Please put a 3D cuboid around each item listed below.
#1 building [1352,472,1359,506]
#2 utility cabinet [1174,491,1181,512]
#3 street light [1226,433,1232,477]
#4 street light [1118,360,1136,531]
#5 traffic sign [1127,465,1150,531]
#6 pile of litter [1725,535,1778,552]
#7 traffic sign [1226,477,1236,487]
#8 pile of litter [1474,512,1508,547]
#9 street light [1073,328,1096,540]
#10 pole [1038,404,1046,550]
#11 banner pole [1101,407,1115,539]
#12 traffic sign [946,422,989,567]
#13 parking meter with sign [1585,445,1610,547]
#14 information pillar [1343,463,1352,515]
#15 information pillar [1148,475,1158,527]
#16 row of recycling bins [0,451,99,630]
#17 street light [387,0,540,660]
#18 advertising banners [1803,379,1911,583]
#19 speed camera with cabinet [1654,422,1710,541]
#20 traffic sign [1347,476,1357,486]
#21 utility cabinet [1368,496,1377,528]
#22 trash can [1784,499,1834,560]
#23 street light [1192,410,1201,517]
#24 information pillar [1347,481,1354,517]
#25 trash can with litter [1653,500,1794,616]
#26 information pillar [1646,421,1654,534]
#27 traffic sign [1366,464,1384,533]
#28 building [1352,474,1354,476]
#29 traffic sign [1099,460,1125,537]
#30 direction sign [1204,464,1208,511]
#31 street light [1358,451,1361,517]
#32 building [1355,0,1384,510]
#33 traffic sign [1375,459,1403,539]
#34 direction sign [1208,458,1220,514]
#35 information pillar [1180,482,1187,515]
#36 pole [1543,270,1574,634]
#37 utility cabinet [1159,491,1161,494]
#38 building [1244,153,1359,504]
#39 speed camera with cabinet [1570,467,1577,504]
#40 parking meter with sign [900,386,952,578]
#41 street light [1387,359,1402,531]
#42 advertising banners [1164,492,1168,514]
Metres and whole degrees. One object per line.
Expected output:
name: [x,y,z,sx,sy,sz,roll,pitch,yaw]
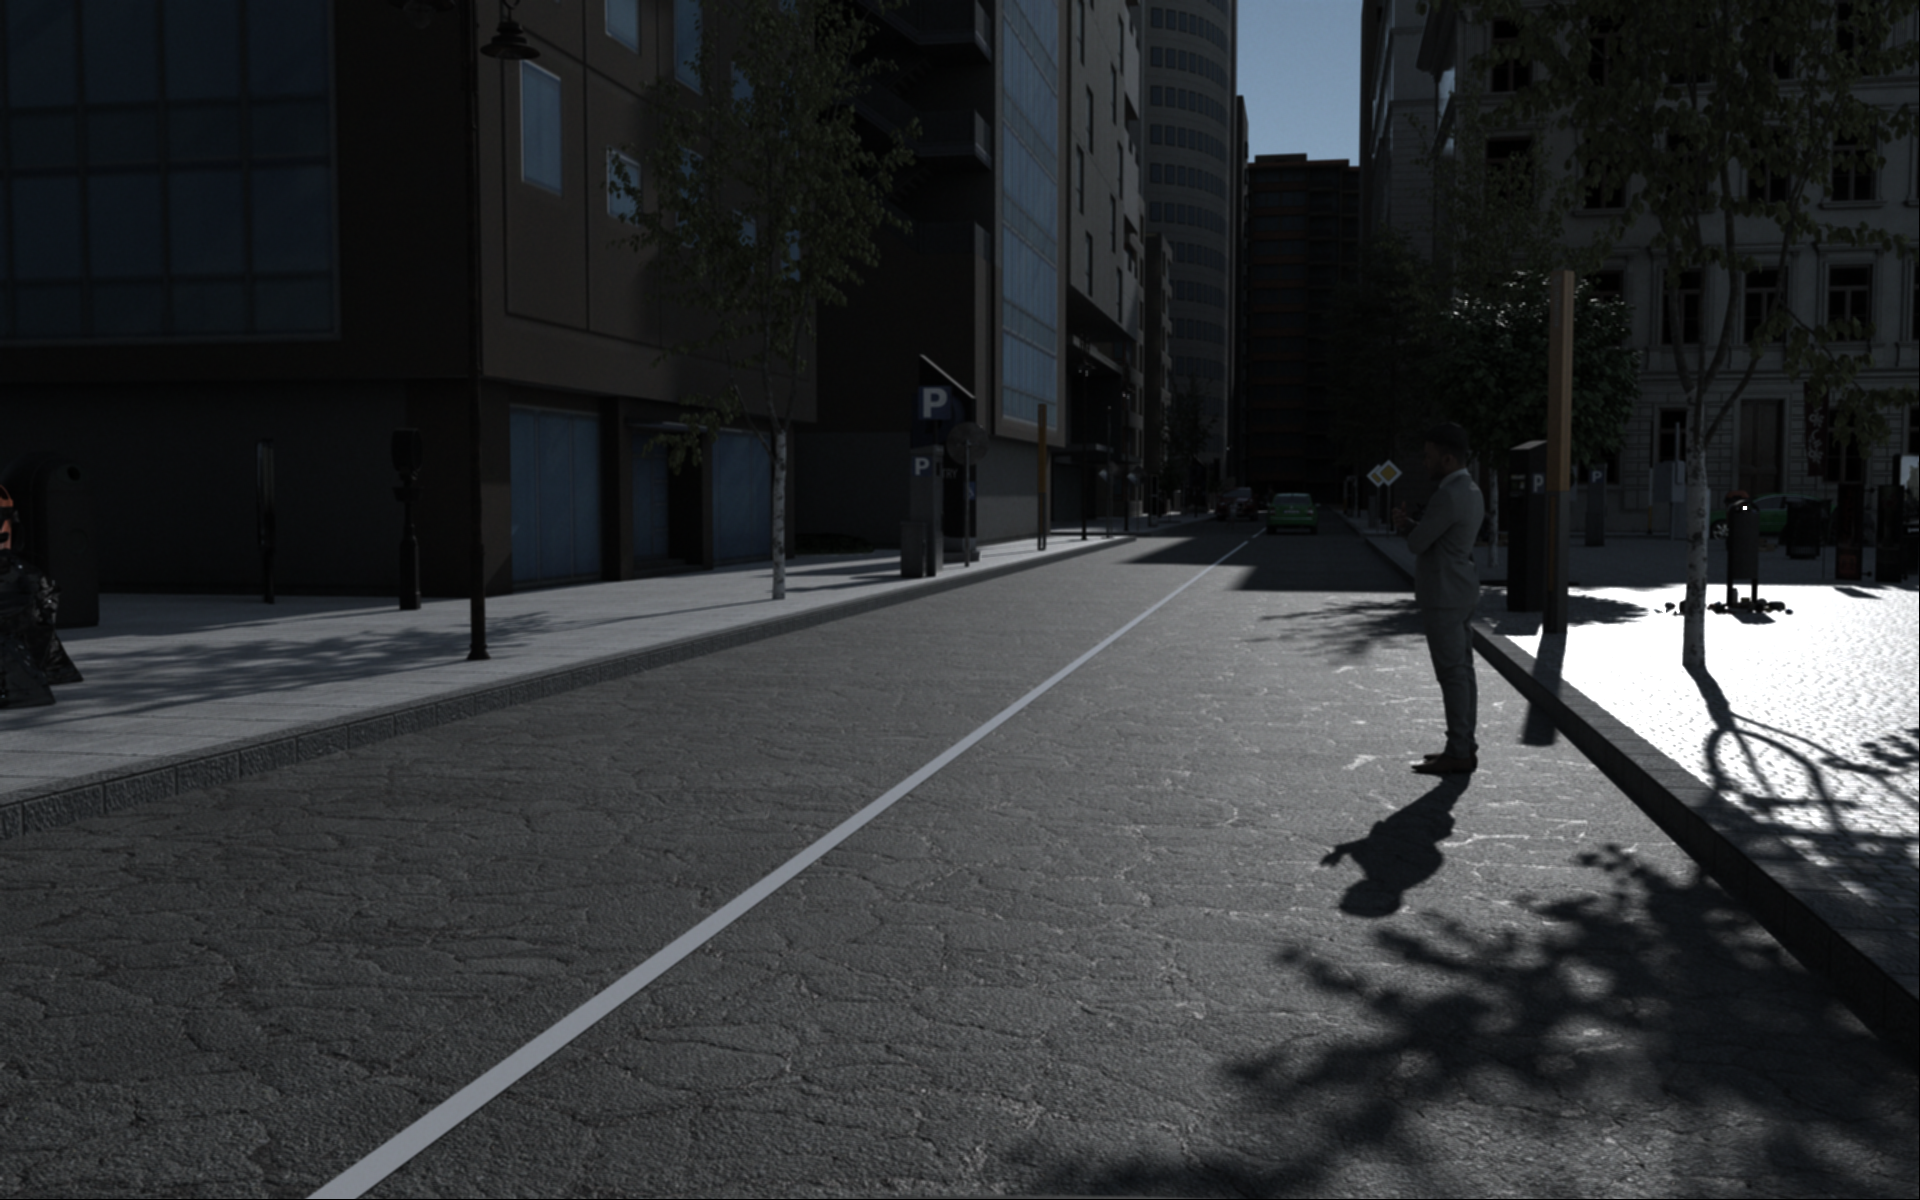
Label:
building: [53.646,-46.026,190.771,20.563,71.187,20.611,1,4,11]
utility cabinet: [15.660,-6.989,122.951,0.318,1.500,1.173,3,5,43]
street light: [20.166,-9.608,129.881,0.468,5.910,1.993,1,4,11]
street light: [5.769,-5.328,59.900,0.468,5.910,1.993,1,4,11]
traffic sign: [6.107,-3.408,59.359,0.795,2.450,0.064,1,4,11]
pile of litter: [17.941,-1.546,39.235,1.719,0.858,1.176,-3,5,-44]
traffic sign: [20.005,-7.820,127.969,0.768,2.556,0.104,1,4,14]
pile of litter: [13.195,-1.767,42.856,1.719,0.858,1.176,-1,4,-15]
street light: [3.471,-4.617,48.277,0.468,5.910,1.993,1,4,11]
pole: [1.867,-2.784,39.366,0.158,3.312,0.155,0,3,0]
banner pole: [4.315,-3.680,50.191,0.401,3.779,0.863,1,4,10]
traffic sign: [0.123,-1.859,30.501,0.768,2.556,0.104,1,4,12]
parking meter with sign: [15.743,-2.850,42.864,0.543,3.016,1.738,1,4,22]
information pillar: [24.265,-7.165,108.505,0.504,3.616,0.183,1,4,9]
information pillar: [7.517,-3.849,67.416,0.304,2.012,0.304,-1,4,-14]
row of recycling bins: [-9.774,-0.527,15.726,1.069,1.692,3.534,3,5,43]
street light: [-3.737,-2.476,13.267,0.468,5.910,1.993,1,4,11]
advertising banners: [13.319,-1.813,25.835,0.090,3.025,2.074,-1,4,-16]
speed camera with cabinet: [20.185,-3.305,48.375,2.038,3.252,0.660,-3,4,-38]
traffic sign: [22.159,-5.860,97.934,0.606,2.300,0.079,1,4,19]
utility cabinet: [15.912,-3.407,66.862,0.306,1.237,1.020,1,4,13]
trash can: [16.618,-1.374,34.117,0.748,1.137,0.748,0,3,0]
street light: [12.964,-7.474,94.991,0.468,5.910,1.993,1,4,11]
information pillar: [21.689,-5.615,96.302,0.304,2.012,0.304,2,4,24]
trash can with litter: [8.299,-0.489,19.050,2.233,1.210,1.678,-3,4,-36]
information pillar: [22.114,-3.919,55.429,0.183,3.616,0.504,1,4,22]
traffic sign: [13.936,-3.309,57.746,0.795,2.450,0.064,1,4,11]
building: [50.250,-33.426,166.129,23.786,49.044,30.456,1,4,11]
traffic sign: [4.510,-2.929,51.534,0.795,2.450,0.064,1,4,11]
direction sign: [18.419,-8.352,128.556,0.876,3.537,0.379,0,4,0]
street light: [21.998,-7.493,95.299,0.468,5.910,1.993,1,4,11]
building: [40.687,-30.296,145.443,14.600,45.320,14.200,1,4,11]
traffic sign: [12.339,-2.831,49.922,0.795,2.450,0.064,1,4,11]
direction sign: [16.192,-7.170,109.230,0.379,3.537,0.876,2,4,31]
information pillar: [13.948,-6.328,107.953,0.304,2.012,0.304,3,4,38]
pole: [5.506,-1.351,15.928,0.158,3.312,0.155,0,3,0]
utility cabinet: [15.132,-7.641,133.602,1.173,1.500,0.318,-1,4,-18]
building: [40.981,-34.956,226.149,28.867,44.769,22.147,1,4,11]
speed camera with cabinet: [18.835,-3.771,55.995,2.038,3.252,0.660,1,4,11]
parking meter with sign: [-0.554,-1.889,27.150,0.543,3.016,1.738,1,4,11]
street light: [14.845,-5.294,59.338,0.468,5.910,1.993,1,4,11]
advertising banners: [12.994,-6.895,108.919,0.090,3.025,2.074,0,4,-3]
